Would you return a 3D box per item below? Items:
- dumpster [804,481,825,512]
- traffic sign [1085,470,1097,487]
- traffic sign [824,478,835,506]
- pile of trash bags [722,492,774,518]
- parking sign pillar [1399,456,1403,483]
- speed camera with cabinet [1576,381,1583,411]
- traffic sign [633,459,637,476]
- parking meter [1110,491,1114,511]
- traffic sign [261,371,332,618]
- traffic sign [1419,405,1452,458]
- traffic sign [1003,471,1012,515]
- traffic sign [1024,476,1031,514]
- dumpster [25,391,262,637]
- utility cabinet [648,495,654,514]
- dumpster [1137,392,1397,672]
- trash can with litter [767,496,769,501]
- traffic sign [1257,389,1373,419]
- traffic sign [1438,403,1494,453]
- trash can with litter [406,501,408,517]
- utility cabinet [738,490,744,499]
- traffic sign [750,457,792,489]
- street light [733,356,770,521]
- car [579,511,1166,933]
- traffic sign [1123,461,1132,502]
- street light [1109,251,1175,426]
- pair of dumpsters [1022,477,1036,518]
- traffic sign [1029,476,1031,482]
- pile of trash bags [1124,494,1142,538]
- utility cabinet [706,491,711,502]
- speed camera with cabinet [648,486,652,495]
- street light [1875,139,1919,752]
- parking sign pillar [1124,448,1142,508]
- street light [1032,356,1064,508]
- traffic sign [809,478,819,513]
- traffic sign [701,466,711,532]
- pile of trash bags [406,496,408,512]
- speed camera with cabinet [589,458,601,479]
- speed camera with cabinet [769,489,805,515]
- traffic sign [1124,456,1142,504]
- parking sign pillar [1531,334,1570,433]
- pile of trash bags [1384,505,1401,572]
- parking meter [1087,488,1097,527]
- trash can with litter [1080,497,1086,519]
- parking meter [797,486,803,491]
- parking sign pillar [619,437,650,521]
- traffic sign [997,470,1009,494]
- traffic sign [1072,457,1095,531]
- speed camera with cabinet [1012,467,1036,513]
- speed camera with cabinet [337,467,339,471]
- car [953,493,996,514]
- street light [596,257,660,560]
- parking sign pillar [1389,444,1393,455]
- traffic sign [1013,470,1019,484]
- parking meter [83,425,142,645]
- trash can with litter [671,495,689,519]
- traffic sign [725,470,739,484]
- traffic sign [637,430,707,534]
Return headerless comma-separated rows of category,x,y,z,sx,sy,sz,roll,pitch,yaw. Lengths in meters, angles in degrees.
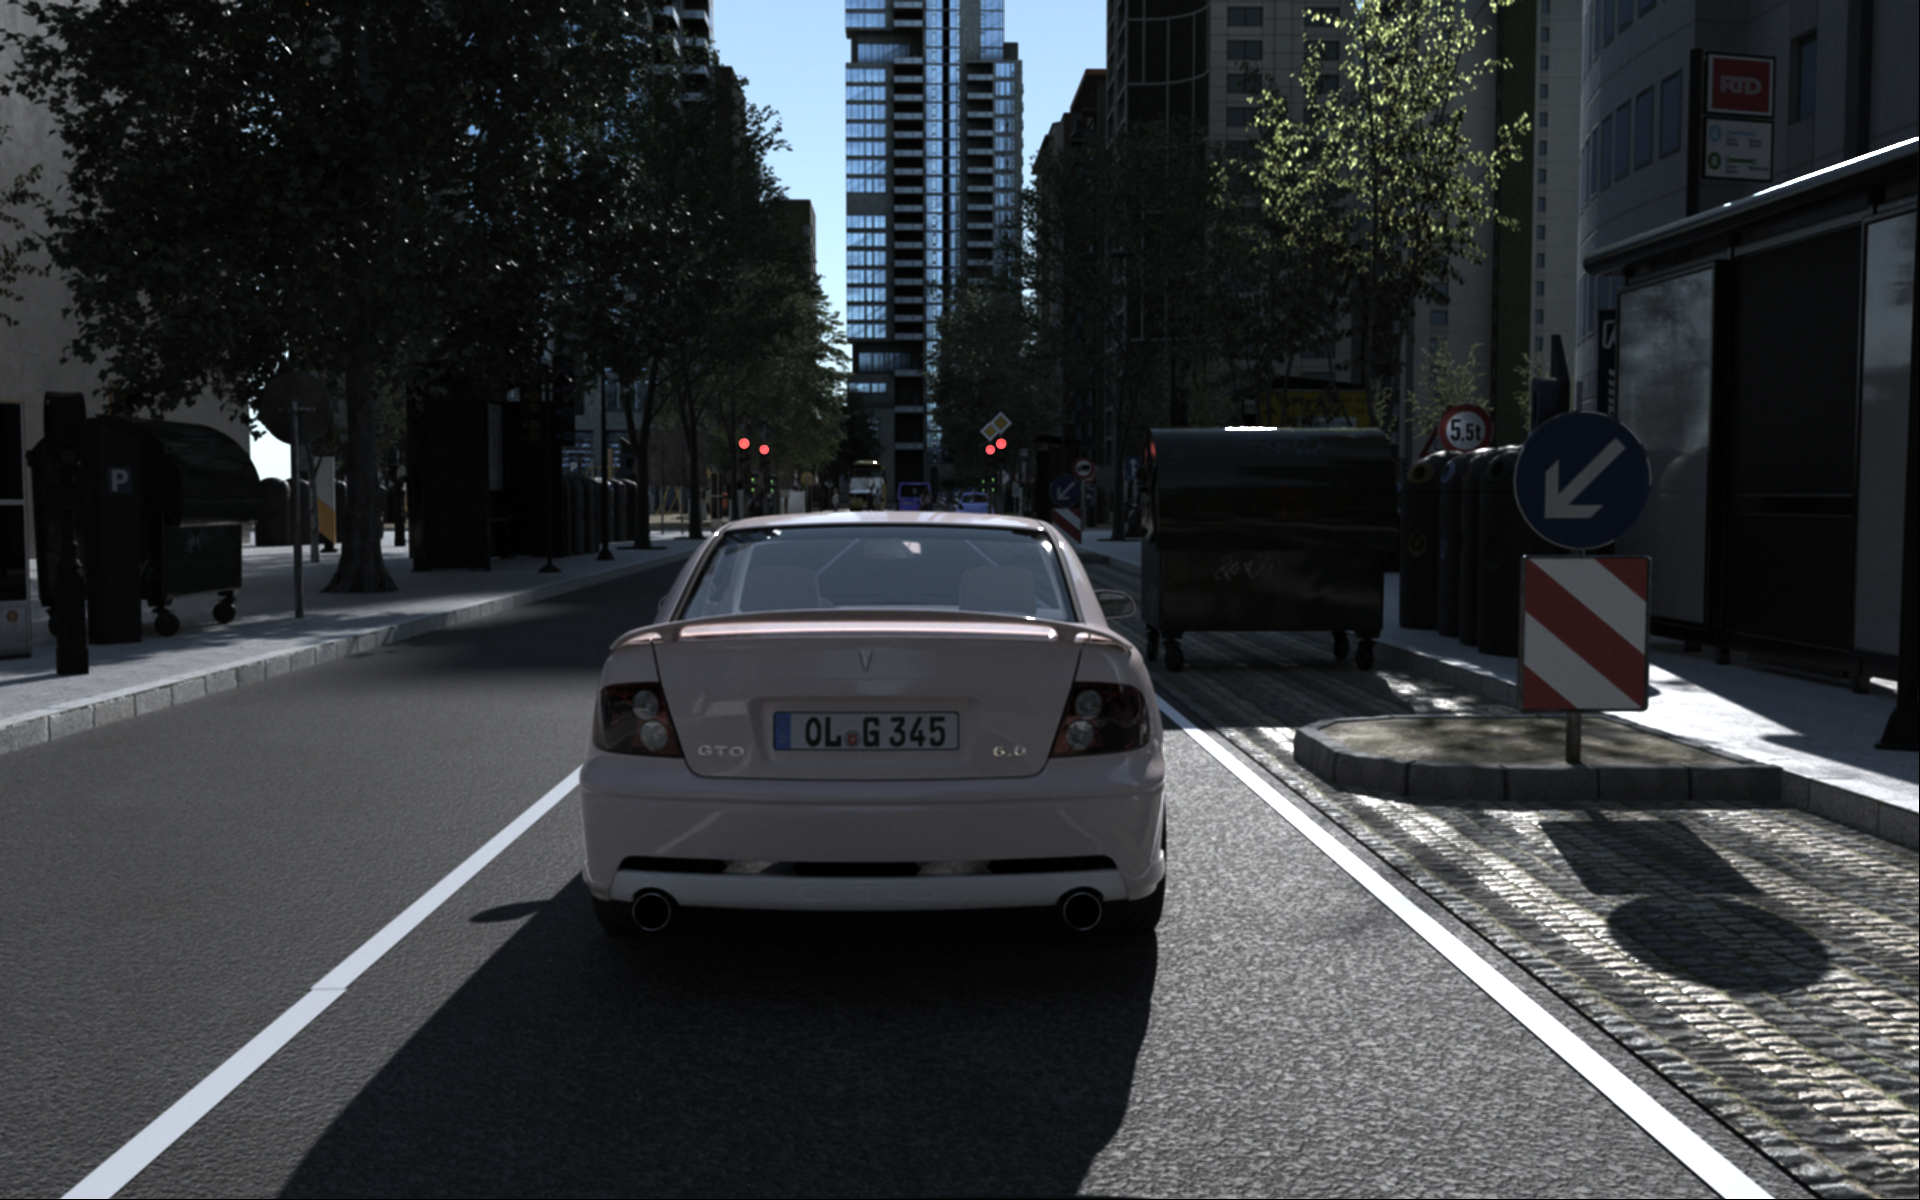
dumpster,-10.514,-7.501,125.130,1.502,2.255,1.985,0,4,-2
traffic sign,5.929,-4.886,79.996,0.768,2.556,0.104,0,4,7
traffic sign,-9.270,-7.472,123.345,0.795,2.450,0.064,0,4,4
pile of trash bags,-10.805,-4.732,87.117,3.447,1.369,1.912,-1,4,-23
parking sign pillar,30.961,-8.199,122.533,1.447,3.967,1.447,2,4,29
speed camera with cabinet,11.584,-2.207,30.417,2.038,3.252,0.660,1,4,23
traffic sign,-10.609,-3.547,58.099,0.768,2.556,0.104,0,4,8
parking meter,11.444,-7.426,129.819,0.372,1.533,0.369,0,3,0
traffic sign,-6.856,-1.088,17.894,0.768,2.556,0.104,0,4,6
traffic sign,7.125,-1.546,25.279,0.884,2.594,0.081,0,4,1
traffic sign,2.429,-5.736,93.887,0.768,2.556,0.104,0,4,6
traffic sign,4.129,-6.762,110.657,0.768,2.556,0.104,0,4,5
dumpster,-7.671,-0.844,16.296,1.502,2.255,1.985,0,4,-2
utility cabinet,-20.726,-6.322,114.519,1.020,1.237,0.306,2,4,28
dumpster,2.473,-0.573,14.324,1.985,2.255,1.502,0,4,-2
trash can with litter,-15.154,-7.634,136.211,0.624,1.170,1.055,-2,4,-23
traffic sign,6.881,-2.437,33.719,2.265,3.308,0.079,0,4,-1
traffic sign,7.093,-1.484,24.378,0.768,2.556,0.104,0,4,5
trash can with litter,-31.070,-5.237,97.004,1.055,1.170,0.624,1,4,16
utility cabinet,-11.980,-5.242,94.390,0.318,1.500,1.173,-1,4,-14
traffic sign,-10.263,-6.135,94.176,2.265,3.308,0.079,0,4,1
street light,-7.085,-5.254,58.441,1.470,5.913,1.316,0,4,-2
car,-0.271,0.325,7.043,2.083,1.381,4.827,0,4,0
traffic sign,6.317,-4.026,65.923,0.768,2.556,0.104,0,4,5
street light,3.557,-3.719,33.343,1.470,5.913,1.316,0,4,-2
pair of dumpsters,4.256,-5.619,94.371,1.574,2.255,4.437,0,4,-2
traffic sign,4.848,-7.293,119.339,0.768,2.556,0.104,0,4,7
pile of trash bags,5.688,-2.601,52.280,1.912,1.369,3.447,0,4,3
utility cabinet,-16.050,-6.315,111.933,0.318,1.500,1.173,-2,4,-32
speed camera with cabinet,-25.216,-8.895,139.769,0.660,3.252,2.038,-1,4,-11
street light,4.252,-2.204,8.579,1.470,5.913,1.316,0,4,-2
parking sign pillar,9.889,-6.648,97.168,1.447,3.967,1.447,1,4,20
street light,2.915,-5.231,58.072,1.470,5.913,1.316,0,4,-2
traffic sign,-9.234,-6.590,107.747,0.884,2.594,0.081,0,4,0
traffic sign,-8.765,-3.592,58.732,0.884,2.594,0.081,0,4,-1
pile of trash bags,-39.923,-6.846,121.687,3.447,1.369,1.912,2,4,32
speed camera with cabinet,-20.426,-6.181,95.396,0.660,3.252,2.038,1,4,17
speed camera with cabinet,-10.026,-6.482,100.314,2.038,3.252,0.660,0,4,2
traffic sign,5.863,-3.544,58.046,0.768,2.556,0.104,0,4,6
parking sign pillar,9.796,-2.463,28.747,1.447,3.967,1.447,1,4,12
pile of trash bags,6.819,-1.136,28.330,1.912,1.369,3.447,-1,4,-14
parking meter,5.110,-3.591,67.127,0.372,1.533,0.369,0,3,0
trash can with litter,6.281,-4.696,87.831,2.233,1.210,1.678,-1,4,-16
parking meter,-11.160,-7.026,120.592,0.399,1.863,0.255,2,4,35
parking sign pillar,-15.434,-5.714,81.898,1.447,3.967,1.447,1,4,8
traffic sign,2.237,-5.622,92.029,0.768,2.556,0.104,0,4,4
traffic sign,4.227,-3.623,59.338,0.768,2.556,0.104,0,4,1
speed camera with cabinet,4.669,-7.708,120.358,2.038,3.252,0.660,1,4,16
speed camera with cabinet,-45.307,-7.945,124.232,2.038,3.252,0.660,-1,4,-19
car,0.656,-4.210,78.423,1.945,1.707,3.694,0,4,-1
street light,-6.358,-3.730,33.525,1.470,5.913,1.316,0,4,-2
parking sign pillar,22.460,-6.379,92.761,1.447,3.967,1.447,1,4,10
traffic sign,3.085,-5.388,88.199,0.768,2.556,0.104,0,4,0
parking meter,-7.276,-0.561,14.887,0.255,1.863,0.399,2,4,30
trash can with litter,-14.123,-4.796,89.468,1.678,1.210,2.233,-2,4,-25
traffic sign,-12.000,-5.574,91.234,0.768,2.556,0.104,0,4,4
traffic sign,-9.144,-3.738,54.987,2.265,3.308,0.079,0,4,5
